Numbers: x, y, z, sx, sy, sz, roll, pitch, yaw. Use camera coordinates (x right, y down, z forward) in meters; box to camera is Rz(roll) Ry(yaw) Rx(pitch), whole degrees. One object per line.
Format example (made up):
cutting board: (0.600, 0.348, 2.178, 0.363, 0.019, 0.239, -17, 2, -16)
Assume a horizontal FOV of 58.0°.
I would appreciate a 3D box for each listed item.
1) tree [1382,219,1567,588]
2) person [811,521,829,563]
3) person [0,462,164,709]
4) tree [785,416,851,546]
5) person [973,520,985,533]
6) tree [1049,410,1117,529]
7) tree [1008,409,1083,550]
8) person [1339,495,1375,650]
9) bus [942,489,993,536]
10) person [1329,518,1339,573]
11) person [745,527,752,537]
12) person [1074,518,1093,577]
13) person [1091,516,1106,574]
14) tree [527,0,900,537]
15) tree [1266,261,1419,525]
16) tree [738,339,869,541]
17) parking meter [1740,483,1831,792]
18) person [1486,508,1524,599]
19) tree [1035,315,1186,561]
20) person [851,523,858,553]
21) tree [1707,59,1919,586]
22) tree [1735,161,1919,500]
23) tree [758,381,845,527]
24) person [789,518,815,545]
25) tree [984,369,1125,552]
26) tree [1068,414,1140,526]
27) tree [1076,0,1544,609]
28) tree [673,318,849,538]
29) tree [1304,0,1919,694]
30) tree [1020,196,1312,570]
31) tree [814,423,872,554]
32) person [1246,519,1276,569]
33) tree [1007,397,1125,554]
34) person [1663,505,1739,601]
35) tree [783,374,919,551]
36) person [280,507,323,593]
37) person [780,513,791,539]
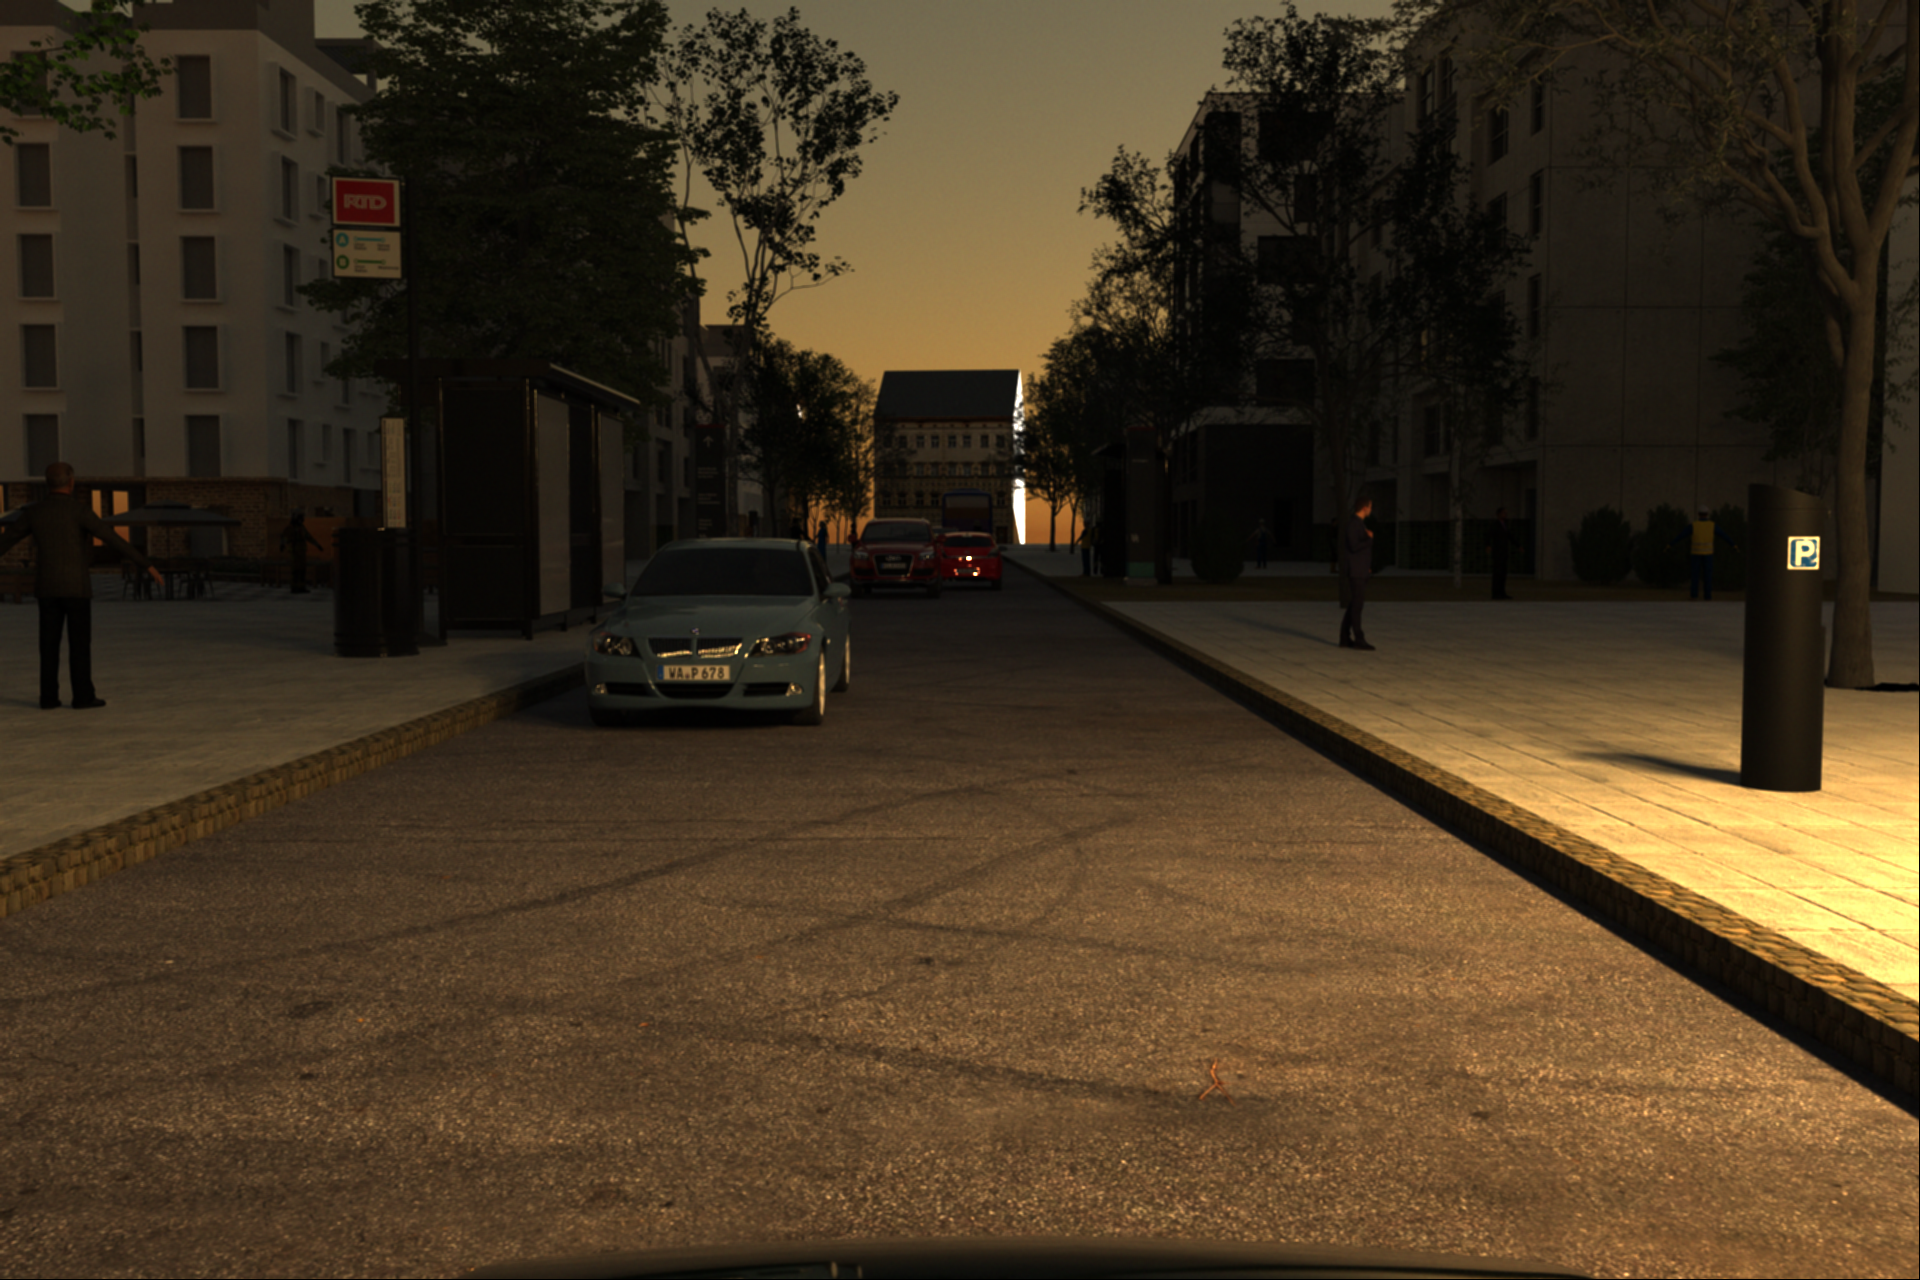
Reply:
tree: (11.597, -5.542, 40.970, 4.360, 8.622, 3.978, 0, 3, 0)
person: (-5.524, -3.849, 69.066, 0.704, 1.817, 1.347, -2, 4, -33)
person: (-6.588, -0.402, 12.759, 1.348, 1.807, 0.705, 0, 4, -2)
tree: (-8.528, -9.262, 101.798, 4.737, 8.622, 4.395, 0, 3, 0)
person: (0.519, -2.713, 52.600, 1.354, 1.856, 0.705, -2, 4, -30)
tree: (7.299, -9.118, 99.434, 4.360, 8.622, 3.978, 0, 3, 0)
tree: (7.481, -12.944, 137.386, 9.928, 11.665, 9.643, 0, 3, 0)
person: (4.444, -0.755, 19.311, 0.530, 1.710, 0.541, 2, 4, 33)
bus: (0.392, -6.193, 92.794, 2.896, 3.916, 12.251, 0, 4, 0)
person: (12.314, -3.102, 56.855, 0.704, 1.812, 1.346, 1, 4, 19)
person: (-4.333, -1.624, 35.820, 0.991, 1.433, 0.599, 1, 4, 15)
person: (3.715, -2.784, 51.983, 0.721, 1.772, 1.216, 2, 4, 27)
person: (4.443, -3.015, 55.069, 1.354, 1.856, 0.705, 2, 4, 27)
tree: (-8.843, -12.525, 60.673, 12.611, 20.169, 13.585, 0, 3, 0)
tree: (10.457, -5.901, 46.849, 4.360, 8.622, 3.978, 0, 3, 0)
tree: (-8.319, -10.200, 92.523, 9.928, 11.665, 9.643, 0, 3, 0)
parking meter: (4.161, -0.020, 8.739, 0.372, 1.533, 0.369, 0, 3, 0)
person: (10.682, -1.708, 34.143, 1.346, 1.802, 0.704, -3, 5, -43)
tree: (7.106, -9.546, 81.835, 9.928, 11.665, 9.643, 0, 3, 0)
person: (-4.331, -3.997, 72.078, 0.721, 1.740, 1.216, 0, 4, -8)
tree: (22.543, -7.616, 42.653, 7.486, 12.596, 7.792, 0, 3, 0)
tree: (16.600, -5.109, 33.900, 4.360, 8.622, 3.978, 0, 3, 0)
tree: (-7.939, -8.173, 83.992, 4.737, 8.622, 4.395, 0, 3, 0)
person: (-5.584, -3.237, 58.866, 1.347, 1.837, 0.705, 1, 4, 20)
tree: (6.853, -13.117, 124.840, 12.009, 13.543, 11.850, 0, 3, 0)
tree: (7.227, -8.555, 90.233, 4.360, 8.622, 3.978, 0, 3, 0)
tree: (6.509, -5.840, 29.891, 8.767, 10.594, 7.601, -3, 5, -39)
tree: (-8.200, -8.560, 74.364, 7.601, 10.594, 8.767, 1, 4, 16)
tree: (7.404, -6.352, 14.218, 12.009, 13.543, 11.850, 0, 3, 0)
tree: (7.419, -9.286, 62.201, 12.009, 13.543, 11.850, 0, 3, 0)
tree: (-7.970, -10.019, 114.177, 4.737, 8.622, 4.395, 0, 3, 0)
person: (11.127, -3.552, 63.928, 1.347, 1.847, 0.705, -1, 4, -21)
tree: (7.141, -10.772, 110.535, 8.767, 10.594, 7.601, 0, 4, 4)
person: (14.202, -1.663, 33.161, 1.349, 1.833, 0.705, 1, 4, 16)
tree: (-7.917, -13.459, 130.417, 12.009, 13.543, 11.850, 0, 3, 0)
person: (-14.336, -1.945, 37.566, 0.705, 1.858, 1.354, 1, 4, 17)
person: (-4.374, -2.305, 43.811, 0.705, 1.813, 1.348, -1, 4, -9)
